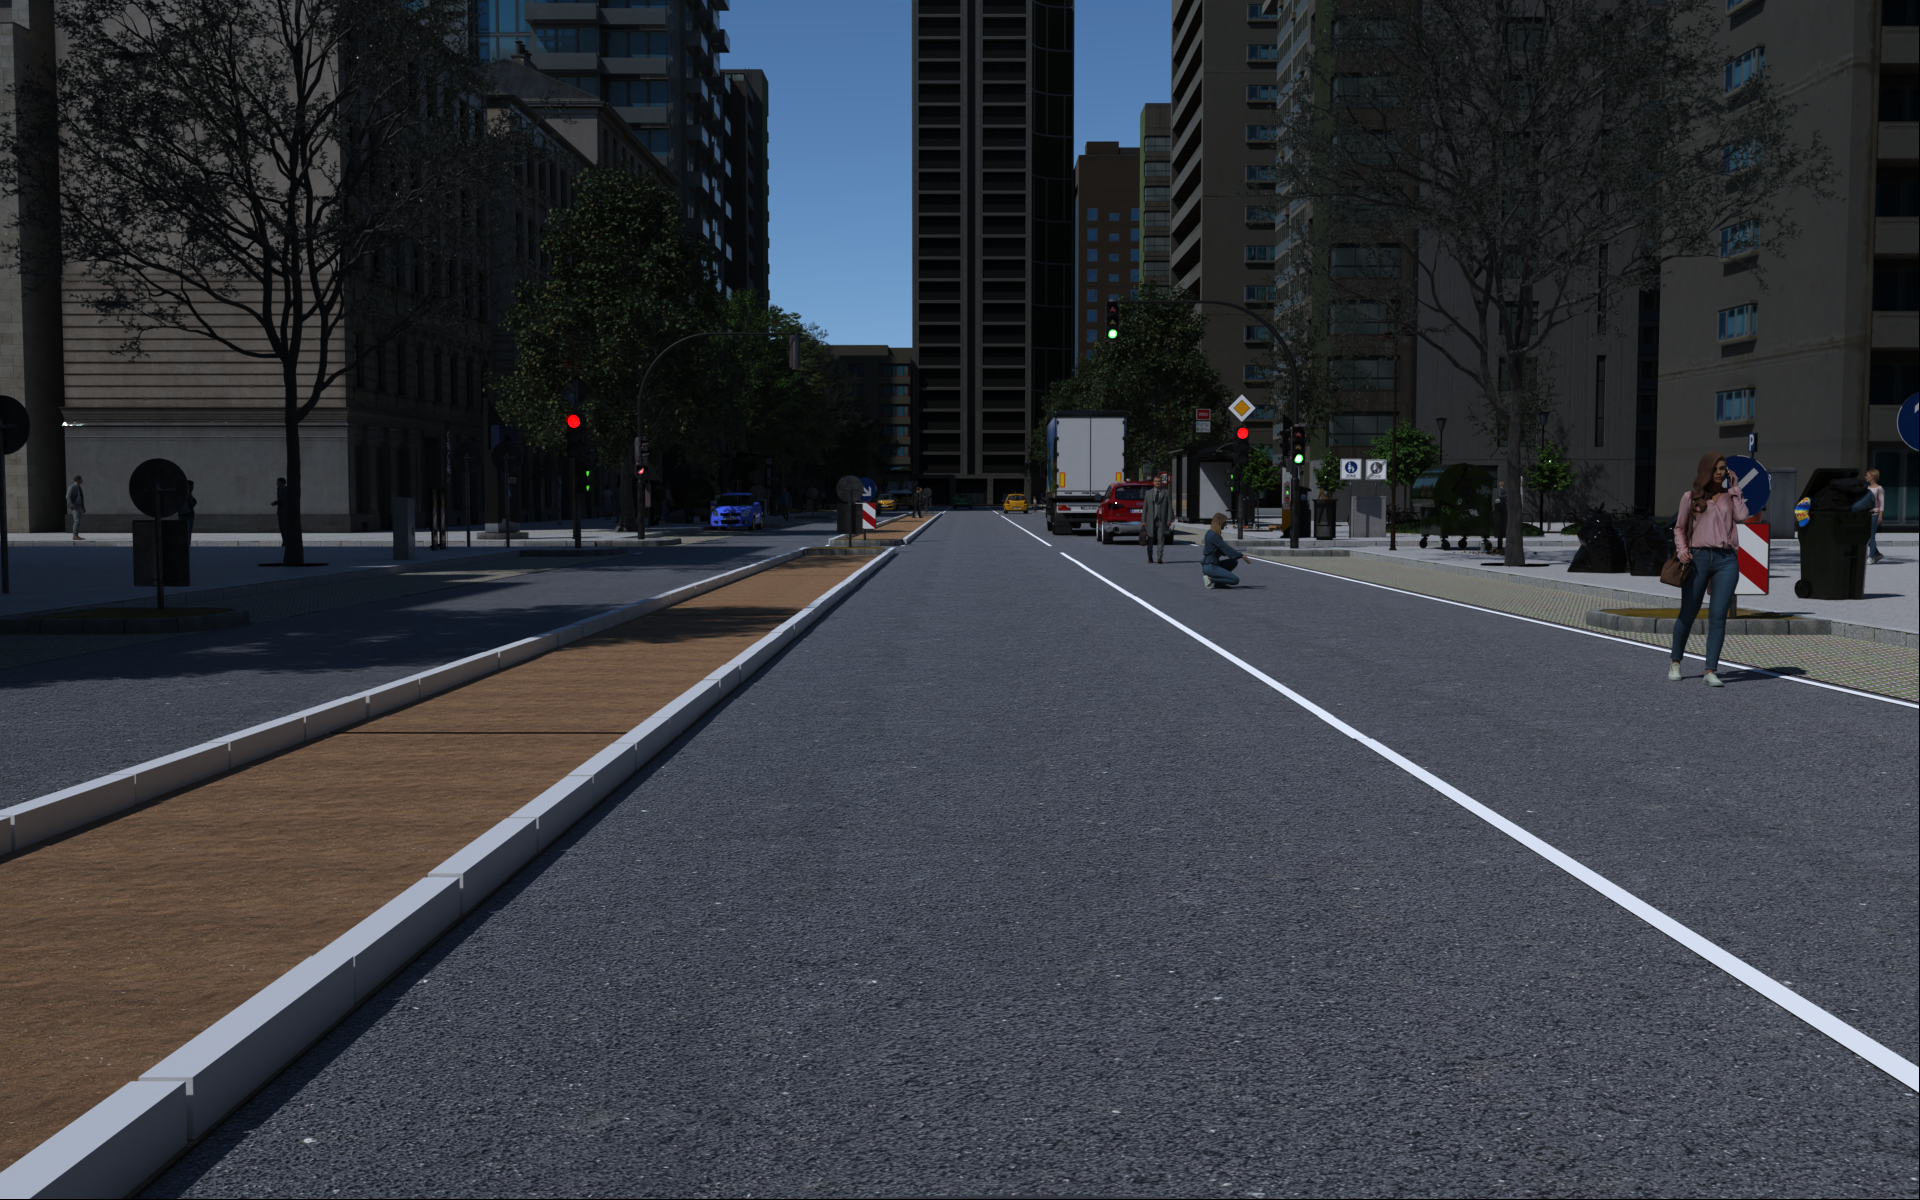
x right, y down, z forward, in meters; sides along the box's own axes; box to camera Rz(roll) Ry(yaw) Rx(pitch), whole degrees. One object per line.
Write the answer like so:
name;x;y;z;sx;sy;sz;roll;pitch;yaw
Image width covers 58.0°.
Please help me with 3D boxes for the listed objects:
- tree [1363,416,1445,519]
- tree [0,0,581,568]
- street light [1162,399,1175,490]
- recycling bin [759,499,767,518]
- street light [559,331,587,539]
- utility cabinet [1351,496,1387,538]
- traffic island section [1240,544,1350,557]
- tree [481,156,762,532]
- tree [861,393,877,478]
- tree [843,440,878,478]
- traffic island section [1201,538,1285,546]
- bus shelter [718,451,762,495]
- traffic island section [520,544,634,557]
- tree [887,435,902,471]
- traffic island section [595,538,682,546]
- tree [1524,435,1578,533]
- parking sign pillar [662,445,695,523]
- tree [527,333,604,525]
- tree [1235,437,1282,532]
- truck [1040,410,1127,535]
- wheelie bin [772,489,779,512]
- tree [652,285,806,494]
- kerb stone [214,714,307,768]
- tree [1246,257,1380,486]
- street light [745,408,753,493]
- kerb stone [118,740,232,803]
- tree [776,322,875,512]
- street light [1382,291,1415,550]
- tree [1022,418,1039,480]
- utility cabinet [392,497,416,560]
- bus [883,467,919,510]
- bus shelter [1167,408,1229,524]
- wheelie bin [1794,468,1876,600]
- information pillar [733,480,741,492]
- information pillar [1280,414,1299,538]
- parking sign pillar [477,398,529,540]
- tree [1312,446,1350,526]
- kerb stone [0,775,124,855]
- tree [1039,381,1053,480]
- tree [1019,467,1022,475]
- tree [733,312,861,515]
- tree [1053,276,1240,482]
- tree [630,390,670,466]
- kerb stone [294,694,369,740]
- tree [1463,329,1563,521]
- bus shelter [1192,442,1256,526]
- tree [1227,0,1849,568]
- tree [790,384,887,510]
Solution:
tree;18.755;-5.477;73.263;4.285;4.588;4.351;0;3;0
tree;-11.788;-7.351;30.565;12.009;13.543;11.850;0;3;0
street light;10.111;-6.817;84.247;0.468;5.910;1.993;0;4;0
recycling bin;-10.942;-5.005;94.391;0.722;1.027;0.722;-1;4;-16
street light;-11.014;-4.684;49.369;0.468;5.910;1.993;0;4;0
utility cabinet;12.068;-2.450;51.218;1.020;1.237;0.306;0;4;-8
traffic island section;7.898;-1.136;40.860;2.009;0.180;2.903;0;4;0
tree;-11.519;-8.688;59.062;9.611;12.733;9.660;0;3;0
tree;-11.492;-14.635;157.416;7.486;12.596;7.792;0;3;0
tree;-11.144;-14.433;186.334;4.737;8.622;4.395;0;3;0
traffic island section;7.926;-1.625;48.845;2.009;0.180;2.903;0;4;0
bus shelter;-12.360;-6.510;97.721;1.731;3.624;6.357;0;3;0
traffic island section;-9.044;-1.140;40.924;2.009;0.180;2.903;0;4;0
tree;-11.047;-16.077;197.269;8.767;10.594;7.601;-3;4;-37
traffic island section;-9.015;-1.629;48.909;2.009;0.180;2.903;0;4;0
tree;19.264;-3.813;56.949;1.663;3.219;1.824;0;3;0
parking sign pillar;-12.537;-5.409;76.907;1.447;3.967;1.447;1;4;10
tree;-16.490;-7.407;71.459;4.360;8.622;3.978;0;3;0
tree;10.344;-3.959;59.326;1.663;3.219;1.824;0;3;0
truck;4.482;-4.572;63.668;2.839;4.237;11.283;0;4;1
wheelie bin;-12.411;-6.734;118.004;0.980;1.594;0.693;0;4;8
tree;-11.229;-9.619;83.030;9.928;11.665;9.643;0;3;0
kerb stone;-3.837;0.778;9.470;0.120;0.150;1.000;0;4;0
tree;10.913;-6.401;55.019;4.360;8.622;3.978;0;3;0
street light;-10.927;-7.138;89.496;0.468;5.910;1.993;0;4;0
kerb stone;-3.837;0.843;8.443;0.120;0.150;1.000;0;4;0
tree;-11.255;-12.975;122.518;12.009;13.543;11.850;0;3;0
street light;9.877;-4.071;39.342;0.468;5.910;1.993;0;4;0
tree;10.689;-13.390;135.941;9.611;12.733;9.660;0;3;0
utility cabinet;-10.962;-1.408;34.180;0.306;1.237;1.020;-1;4;-10
bus;-5.384;-10.435;162.160;2.896;3.916;12.252;0;4;1
bus shelter;10.659;-6.179;78.660;2.179;5.291;8.768;0;4;0
wheelie bin;10.713;-0.810;21.155;0.980;1.594;0.693;-1;4;-16
information pillar;-11.658;-5.258;90.453;0.304;2.012;0.304;1;4;22
information pillar;9.633;-3.620;50.536;0.504;3.616;0.183;0;4;-4
parking sign pillar;-13.060;-3.724;49.355;1.447;3.967;1.447;1;4;13
tree;14.906;-4.567;69.265;1.663;3.219;1.824;0;3;0
kerb stone;-3.831;0.904;7.414;0.120;0.150;1.000;0;4;0
tree;10.948;-11.698;108.263;9.611;12.733;9.660;0;3;0
tree;10.500;-15.265;166.586;9.611;12.733;9.660;0;3;0
tree;-10.924;-11.592;107.659;7.486;12.596;7.792;0;3;0
tree;10.363;-10.657;91.246;9.611;12.733;9.660;0;3;0
tree;-16.729;-8.664;92.025;4.737;8.622;4.395;0;3;0
kerb stone;-3.831;0.716;10.492;0.120;0.150;1.000;0;4;0
tree;24.324;-7.649;75.423;4.360;8.622;3.978;0;3;0
bus shelter;10.755;-4.656;70.044;2.014;3.302;5.546;0;3;0
tree;9.727;-7.345;30.467;12.009;13.543;11.850;0;3;0
tree;-10.654;-12.778;143.333;7.601;10.594;8.767;0;4;5
